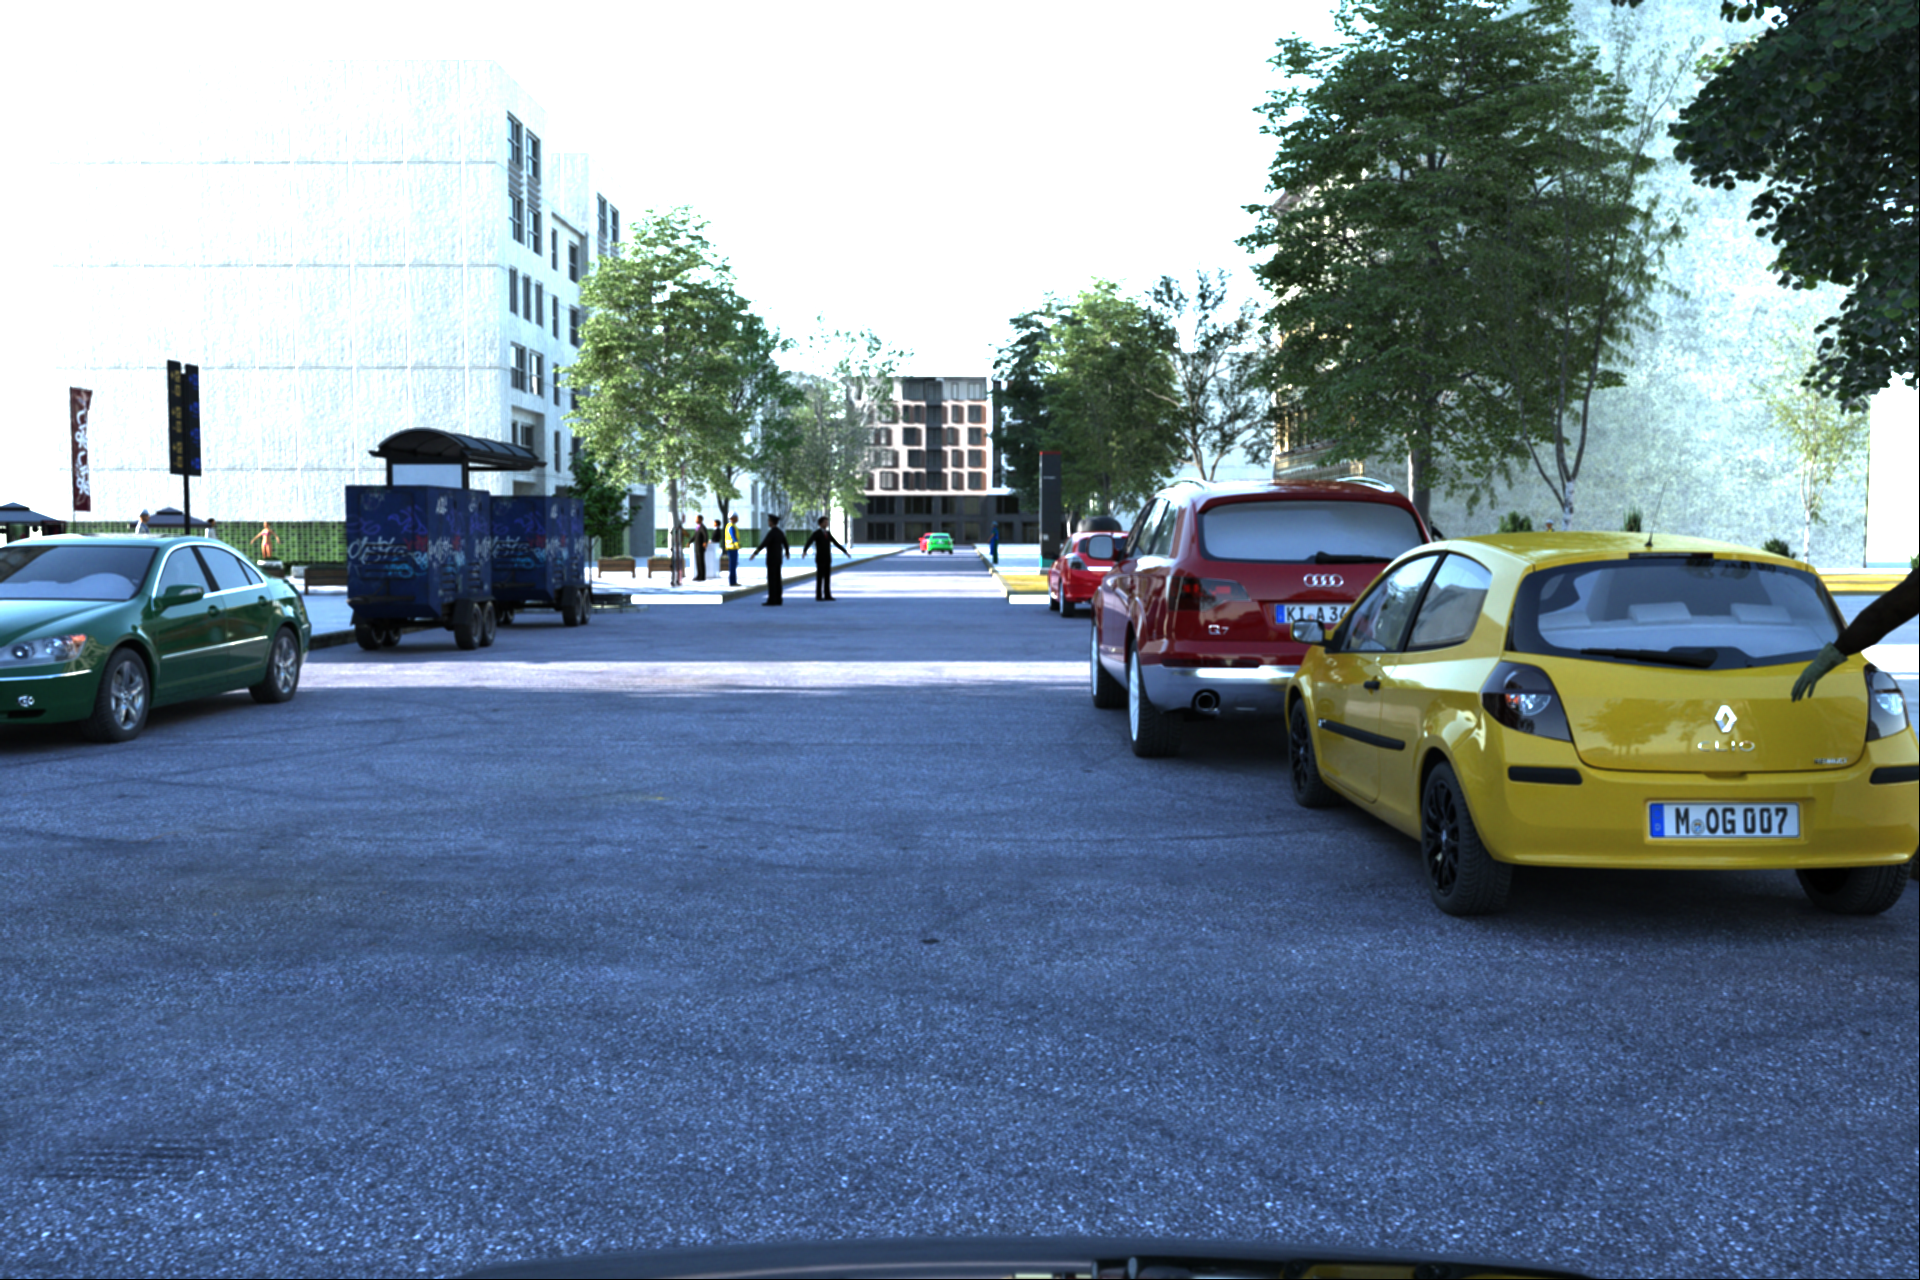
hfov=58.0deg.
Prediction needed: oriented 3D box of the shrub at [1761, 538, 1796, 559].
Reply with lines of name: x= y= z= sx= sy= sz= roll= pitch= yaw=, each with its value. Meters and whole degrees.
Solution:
shrub: x=21.763 y=-2.147 z=46.224 sx=1.383 sy=1.207 sz=1.383 roll=0 pitch=3 yaw=0

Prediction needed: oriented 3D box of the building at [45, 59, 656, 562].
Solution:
building: x=-25.517 y=-13.098 z=80.603 sx=16.747 sy=18.905 sz=31.486 roll=0 pitch=4 yaw=0

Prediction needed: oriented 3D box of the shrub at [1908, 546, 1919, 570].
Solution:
shrub: x=24.265 y=-1.968 z=43.294 sx=1.383 sy=1.207 sz=1.383 roll=0 pitch=3 yaw=0

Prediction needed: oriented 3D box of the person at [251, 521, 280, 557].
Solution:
person: x=-24.633 y=-3.344 z=61.475 sx=1.217 sy=1.733 sz=0.721 roll=1 pitch=4 yaw=16

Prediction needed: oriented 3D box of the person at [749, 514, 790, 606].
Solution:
person: x=-3.756 y=-1.612 z=34.750 sx=0.705 sy=1.837 sz=1.347 roll=2 pitch=4 yaw=28

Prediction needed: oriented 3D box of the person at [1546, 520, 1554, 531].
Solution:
person: x=19.865 y=-3.191 z=58.644 sx=0.721 sy=1.772 sz=1.216 roll=-1 pitch=4 yaw=-11

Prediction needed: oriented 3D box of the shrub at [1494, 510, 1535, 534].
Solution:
shrub: x=17.567 y=-3.106 z=54.824 sx=1.661 sy=2.075 sz=1.752 roll=0 pitch=3 yaw=0

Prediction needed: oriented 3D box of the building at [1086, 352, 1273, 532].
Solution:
building: x=22.433 y=-18.959 z=176.432 sx=16.747 sy=18.905 sz=31.486 roll=0 pitch=4 yaw=0

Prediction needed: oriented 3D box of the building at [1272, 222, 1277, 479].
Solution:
building: x=23.735 y=-15.009 z=101.813 sx=16.016 sy=20.090 sz=11.380 roll=0 pitch=4 yaw=1

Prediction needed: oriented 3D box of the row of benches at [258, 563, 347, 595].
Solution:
row of benches: x=-13.394 y=-1.324 z=37.104 sx=4.104 sy=0.672 sz=1.422 roll=-1 pitch=4 yaw=-21

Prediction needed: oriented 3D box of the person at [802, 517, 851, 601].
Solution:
person: x=-2.913 y=-1.748 z=37.216 sx=0.705 sy=1.806 sz=1.347 roll=3 pitch=5 yaw=45

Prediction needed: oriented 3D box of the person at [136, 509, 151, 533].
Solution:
person: x=-18.455 y=-2.043 z=39.262 sx=0.705 sy=1.847 sz=1.347 roll=-1 pitch=4 yaw=-13

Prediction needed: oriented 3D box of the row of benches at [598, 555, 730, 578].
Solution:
row of benches: x=-8.535 y=-2.165 z=50.867 sx=4.104 sy=0.672 sz=1.422 roll=-1 pitch=4 yaw=-13

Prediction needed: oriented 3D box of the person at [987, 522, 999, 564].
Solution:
person: x=1.453 y=-4.140 z=73.817 sx=0.704 sy=1.817 sz=1.347 roll=1 pitch=4 yaw=17

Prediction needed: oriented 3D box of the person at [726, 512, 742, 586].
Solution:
person: x=-5.551 y=-2.244 z=42.658 sx=0.705 sy=1.833 sz=1.349 roll=-1 pitch=4 yaw=-11

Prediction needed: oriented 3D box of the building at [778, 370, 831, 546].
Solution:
building: x=-24.936 y=-20.575 z=202.856 sx=16.747 sy=18.905 sz=31.486 roll=0 pitch=4 yaw=1

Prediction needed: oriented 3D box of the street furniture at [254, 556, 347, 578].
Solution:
street furniture: x=-18.245 y=-2.287 z=53.012 sx=10.072 sy=0.657 sz=5.734 roll=-2 pitch=4 yaw=-24

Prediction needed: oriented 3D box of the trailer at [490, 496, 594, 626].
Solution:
trailer: x=-6.620 y=-1.185 z=26.426 sx=1.471 sy=1.999 sz=3.904 roll=0 pitch=4 yaw=0

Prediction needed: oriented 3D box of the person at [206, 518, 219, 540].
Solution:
person: x=-24.970 y=-3.161 z=57.871 sx=0.705 sy=1.806 sz=1.347 roll=-1 pitch=4 yaw=-9

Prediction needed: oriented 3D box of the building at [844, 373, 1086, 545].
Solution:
building: x=1.473 y=-23.604 z=232.357 sx=32.646 sy=21.610 sz=27.936 roll=0 pitch=4 yaw=1

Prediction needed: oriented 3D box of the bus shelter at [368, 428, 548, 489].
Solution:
bus shelter: x=-10.214 y=-2.560 z=35.785 sx=2.014 sy=3.302 sz=5.546 roll=0 pitch=4 yaw=1

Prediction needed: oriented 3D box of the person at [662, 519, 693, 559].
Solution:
person: x=-10.775 y=-3.701 z=66.283 sx=1.354 sy=1.858 sz=0.705 roll=2 pitch=4 yaw=23

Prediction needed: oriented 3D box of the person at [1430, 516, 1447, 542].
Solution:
person: x=14.587 y=-2.949 z=53.993 sx=1.354 sy=1.856 sz=0.705 roll=1 pitch=4 yaw=18

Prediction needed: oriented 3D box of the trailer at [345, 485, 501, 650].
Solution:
trailer: x=-6.702 y=-0.855 z=21.024 sx=1.471 sy=1.999 sz=3.904 roll=0 pitch=4 yaw=0

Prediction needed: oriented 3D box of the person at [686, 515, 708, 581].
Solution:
person: x=-7.126 y=-2.512 z=47.303 sx=0.704 sy=1.802 sz=1.346 roll=-2 pitch=4 yaw=-30

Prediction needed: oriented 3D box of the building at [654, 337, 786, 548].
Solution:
building: x=-27.155 y=-18.566 z=170.013 sx=16.747 sy=18.905 sz=31.486 roll=0 pitch=3 yaw=0

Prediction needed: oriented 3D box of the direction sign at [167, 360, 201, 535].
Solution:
direction sign: x=-10.274 y=-1.897 z=23.010 sx=0.379 sy=3.537 sz=0.876 roll=0 pitch=4 yaw=0

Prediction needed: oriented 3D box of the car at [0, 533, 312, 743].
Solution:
car: x=-6.643 y=-0.098 z=13.400 sx=2.131 sy=1.459 sz=4.920 roll=0 pitch=3 yaw=0

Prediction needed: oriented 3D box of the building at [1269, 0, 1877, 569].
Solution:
building: x=23.956 y=-14.728 z=71.732 sx=19.493 sy=23.208 sz=18.063 roll=0 pitch=4 yaw=0

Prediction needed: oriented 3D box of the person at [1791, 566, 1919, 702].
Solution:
person: x=3.334 y=0.191 z=5.469 sx=1.346 sy=1.812 sz=0.704 roll=0 pitch=4 yaw=-2

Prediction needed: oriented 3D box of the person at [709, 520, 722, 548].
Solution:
person: x=-7.880 y=-2.988 z=55.575 sx=0.721 sy=1.740 sz=1.216 roll=0 pitch=4 yaw=6
